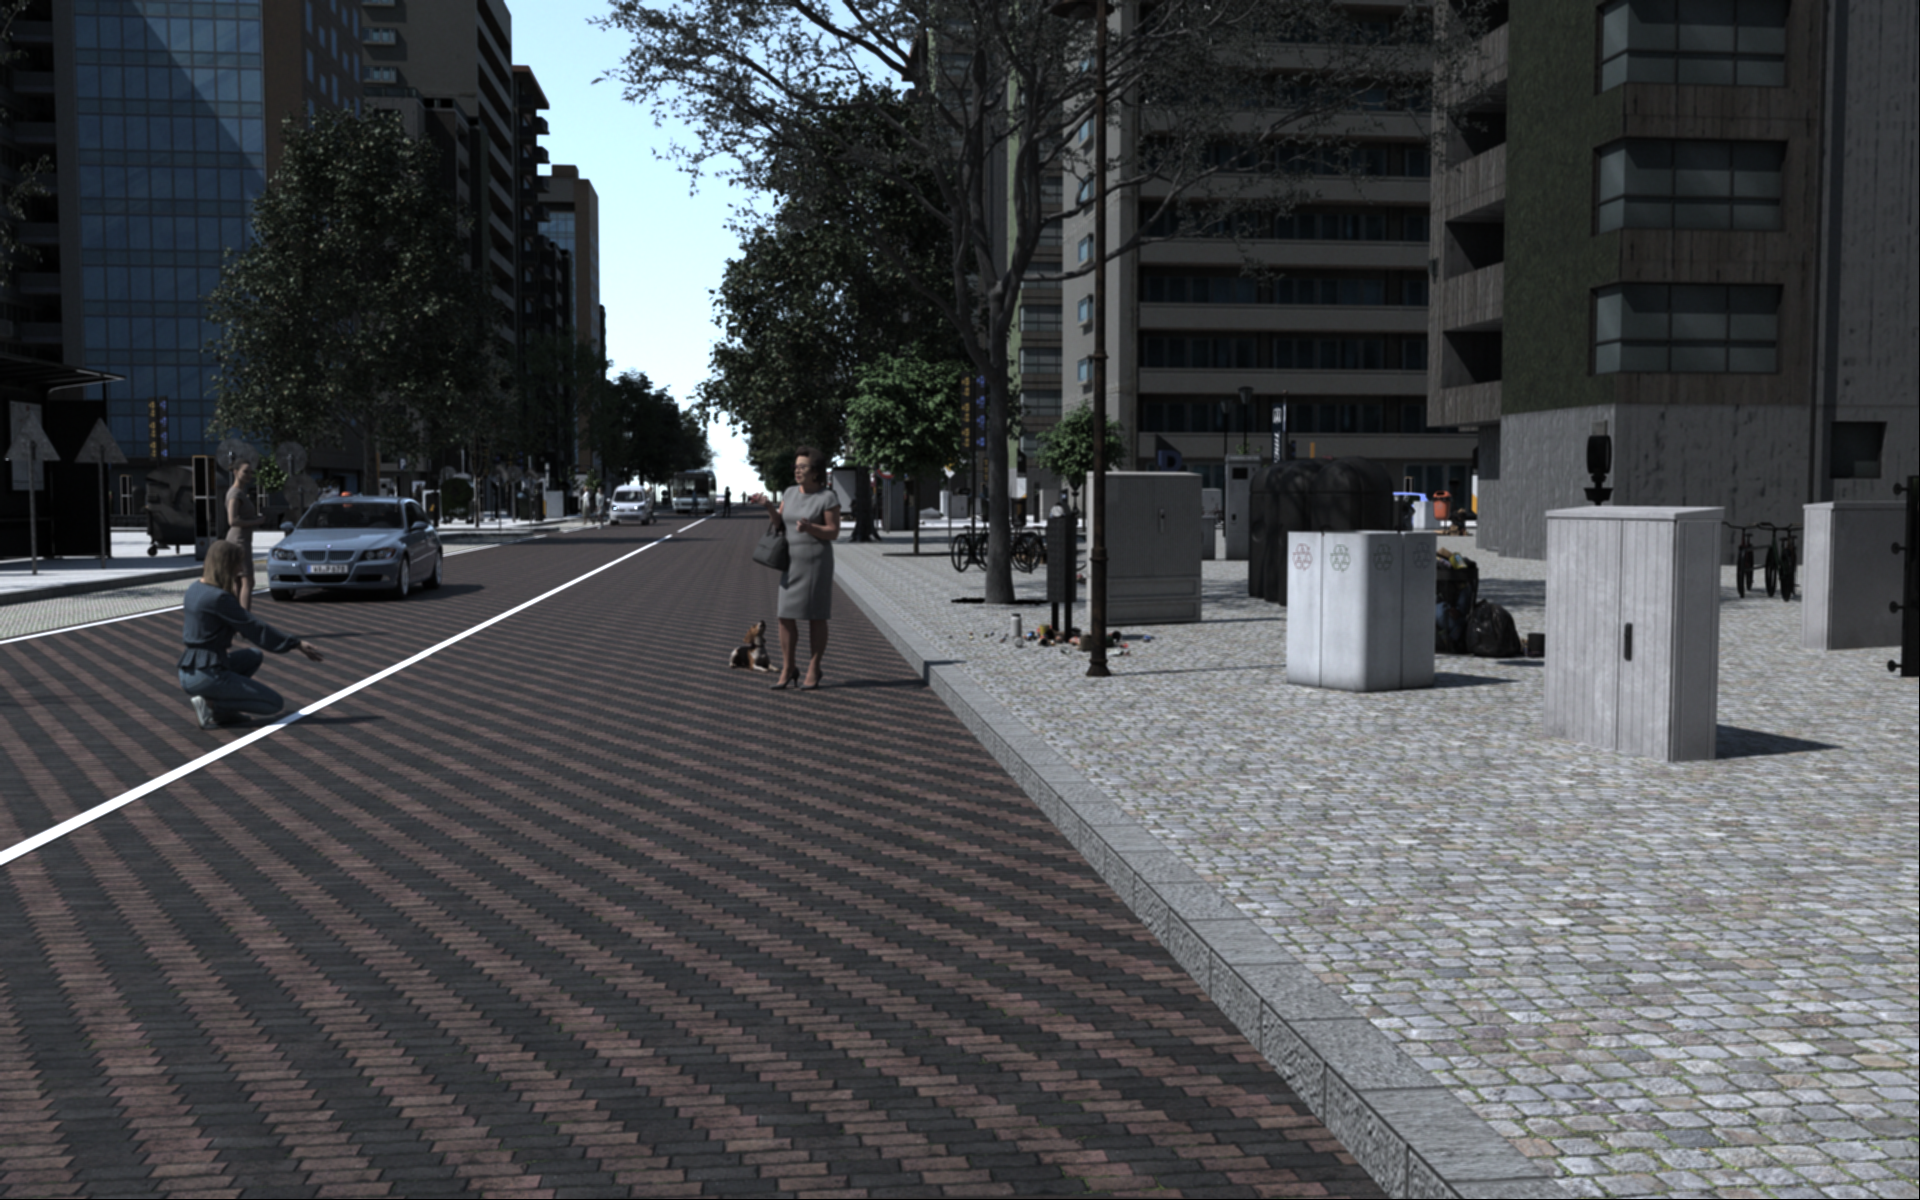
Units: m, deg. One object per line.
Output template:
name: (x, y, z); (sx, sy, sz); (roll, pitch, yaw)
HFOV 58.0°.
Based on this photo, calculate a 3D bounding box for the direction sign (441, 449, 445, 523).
direction sign: (-22.535, -5.118, 75.681); (0.379, 3.537, 0.876); (-1, 4, -18)

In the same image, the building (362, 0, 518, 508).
building: (-50.410, -32.074, 148.119); (21.300, 48.544, 21.600); (0, 4, -7)

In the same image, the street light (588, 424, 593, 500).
street light: (-23.992, -8.561, 112.760); (0.468, 5.910, 1.993); (0, 4, -7)

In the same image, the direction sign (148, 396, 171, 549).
direction sign: (-18.609, -2.952, 40.268); (0.876, 3.537, 0.379); (3, 4, 39)

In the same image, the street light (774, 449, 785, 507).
street light: (-17.777, -12.106, 170.728); (0.468, 5.910, 1.993); (0, 4, -7)

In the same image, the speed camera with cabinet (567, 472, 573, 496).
speed camera with cabinet: (-25.964, -7.164, 111.459); (2.038, 3.252, 0.660); (0, 4, -4)

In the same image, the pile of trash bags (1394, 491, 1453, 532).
pile of trash bags: (14.284, -2.831, 56.041); (3.447, 1.369, 1.912); (3, 5, 40)

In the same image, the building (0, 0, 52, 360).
building: (-60.115, -24.199, 87.535); (23.993, 40.220, 32.217); (0, 4, -7)

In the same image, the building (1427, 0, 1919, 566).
building: (17.762, -16.256, 37.482); (14.160, 30.474, 14.107); (0, 4, -7)

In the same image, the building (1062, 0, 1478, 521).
building: (16.544, -28.572, 90.859); (21.600, 48.544, 21.300); (0, 4, -7)

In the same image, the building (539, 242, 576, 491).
building: (-51.393, -25.928, 195.620); (14.160, 30.474, 14.107); (0, 4, -7)

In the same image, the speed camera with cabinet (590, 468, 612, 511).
speed camera with cabinet: (-27.022, -8.282, 129.750); (2.038, 3.252, 0.660); (2, 4, 35)

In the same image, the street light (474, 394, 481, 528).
street light: (-18.478, -5.708, 66.112); (0.468, 5.910, 1.993); (0, 4, -7)

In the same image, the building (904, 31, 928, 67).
building: (5.894, -31.222, 165.102); (22.147, 44.769, 28.867); (0, 4, -7)

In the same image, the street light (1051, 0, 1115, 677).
street light: (0.978, -2.401, 12.051); (0.468, 5.910, 1.993); (0, 4, -7)

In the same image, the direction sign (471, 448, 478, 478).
direction sign: (-23.519, -5.673, 84.758); (0.379, 3.537, 0.876); (3, 5, 44)

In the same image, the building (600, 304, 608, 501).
building: (-59.316, -29.449, 253.196); (14.160, 30.474, 14.107); (0, 4, -7)

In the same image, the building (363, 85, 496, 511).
building: (-42.229, -21.673, 126.050); (14.160, 30.474, 14.107); (0, 4, -7)

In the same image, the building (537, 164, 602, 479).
building: (-57.233, -36.003, 238.763); (14.600, 45.320, 14.200); (0, 4, -7)

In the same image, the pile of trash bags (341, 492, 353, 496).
pile of trash bags: (-25.099, -3.842, 72.577); (1.912, 1.369, 3.447); (0, 4, 2)

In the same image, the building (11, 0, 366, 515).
building: (-41.251, -27.185, 94.582); (14.600, 45.320, 14.200); (0, 4, -7)

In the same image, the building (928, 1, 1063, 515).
building: (4.421, -27.420, 131.909); (14.154, 41.232, 14.086); (0, 4, -7)

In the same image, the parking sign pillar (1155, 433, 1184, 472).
parking sign pillar: (9.328, -5.421, 77.100); (1.447, 3.967, 1.447); (-2, 4, -24)

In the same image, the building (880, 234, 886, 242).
building: (1.588, -33.003, 194.226); (22.147, 44.769, 28.867); (0, 4, -7)

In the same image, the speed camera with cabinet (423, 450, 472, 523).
speed camera with cabinet: (-22.763, -5.047, 76.862); (2.038, 3.252, 0.660); (0, 4, -2)

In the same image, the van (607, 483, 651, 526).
van: (-15.248, -4.462, 79.959); (2.013, 2.044, 4.112); (0, 4, -8)

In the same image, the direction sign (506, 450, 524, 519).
direction sign: (-22.639, -5.879, 88.112); (0.876, 3.537, 0.379); (-2, 4, -23)

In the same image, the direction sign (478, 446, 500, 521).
direction sign: (-22.239, -5.517, 82.202); (0.876, 3.537, 0.379); (-2, 4, -34)

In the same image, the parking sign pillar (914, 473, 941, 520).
parking sign pillar: (-1.670, -6.059, 87.541); (1.447, 3.967, 1.447); (1, 4, 10)

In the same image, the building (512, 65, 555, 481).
building: (-52.988, -31.730, 173.403); (22.147, 44.769, 28.867); (0, 4, -7)

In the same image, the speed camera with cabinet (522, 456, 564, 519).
speed camera with cabinet: (-21.769, -5.872, 90.340); (2.038, 3.252, 0.660); (-2, 4, -28)

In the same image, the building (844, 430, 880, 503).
building: (-3.371, -25.714, 265.456); (27.650, 21.520, 28.899); (0, 4, -7)

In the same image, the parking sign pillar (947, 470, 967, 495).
parking sign pillar: (-0.205, -7.901, 117.647); (1.447, 3.967, 1.447); (1, 4, 21)

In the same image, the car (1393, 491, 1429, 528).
car: (16.379, -3.484, 66.547); (3.694, 1.707, 1.945); (0, 4, -7)

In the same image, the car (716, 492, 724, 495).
car: (-33.571, -14.245, 242.692); (2.009, 1.686, 4.222); (0, 4, -7)

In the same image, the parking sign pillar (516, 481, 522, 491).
parking sign pillar: (-34.612, -9.007, 135.733); (1.447, 3.967, 1.447); (0, 4, -5)

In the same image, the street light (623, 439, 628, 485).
street light: (-27.351, -10.358, 142.133); (0.468, 5.910, 1.993); (0, 4, -7)

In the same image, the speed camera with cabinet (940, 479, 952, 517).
speed camera with cabinet: (-1.036, -6.377, 98.601); (0.660, 3.252, 2.038); (-1, 4, -19)

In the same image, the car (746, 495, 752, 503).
car: (-35.243, -17.202, 293.829); (1.945, 1.354, 3.894); (-1, 4, -9)

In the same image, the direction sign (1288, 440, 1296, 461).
direction sign: (13.855, -4.948, 72.891); (0.379, 3.537, 0.876); (3, 5, 44)

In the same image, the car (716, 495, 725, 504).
car: (-31.858, -13.319, 230.124); (2.083, 1.381, 4.827); (0, 4, -6)

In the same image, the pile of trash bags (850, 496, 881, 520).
pile of trash bags: (-4.594, -4.727, 87.032); (1.912, 1.369, 3.447); (-1, 4, -19)

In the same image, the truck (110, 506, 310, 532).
truck: (-29.792, -4.346, 60.823); (18.799, 4.110, 2.967); (0, 4, -5)

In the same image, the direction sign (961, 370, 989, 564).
direction sign: (0.247, -2.433, 31.769); (0.379, 3.537, 0.876); (-2, 4, -30)

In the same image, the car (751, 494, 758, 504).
car: (-28.497, -14.343, 243.552); (2.155, 1.783, 4.494); (0, 4, -7)

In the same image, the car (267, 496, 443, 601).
car: (-8.594, -0.790, 24.911); (2.014, 1.417, 4.499); (0, 4, -7)

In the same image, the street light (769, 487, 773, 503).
street light: (-27.488, -17.175, 253.592); (0.468, 5.910, 1.993); (0, 4, -7)

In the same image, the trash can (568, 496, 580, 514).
trash can: (-24.345, -5.961, 109.114); (0.748, 1.137, 0.748); (0, 3, 0)

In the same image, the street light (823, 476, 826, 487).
street light: (-4.600, -5.259, 58.773); (0.468, 5.910, 1.993); (0, 4, -7)

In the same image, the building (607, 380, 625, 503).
building: (-68.259, -26.253, 274.269); (27.650, 21.520, 28.899); (0, 4, -7)
